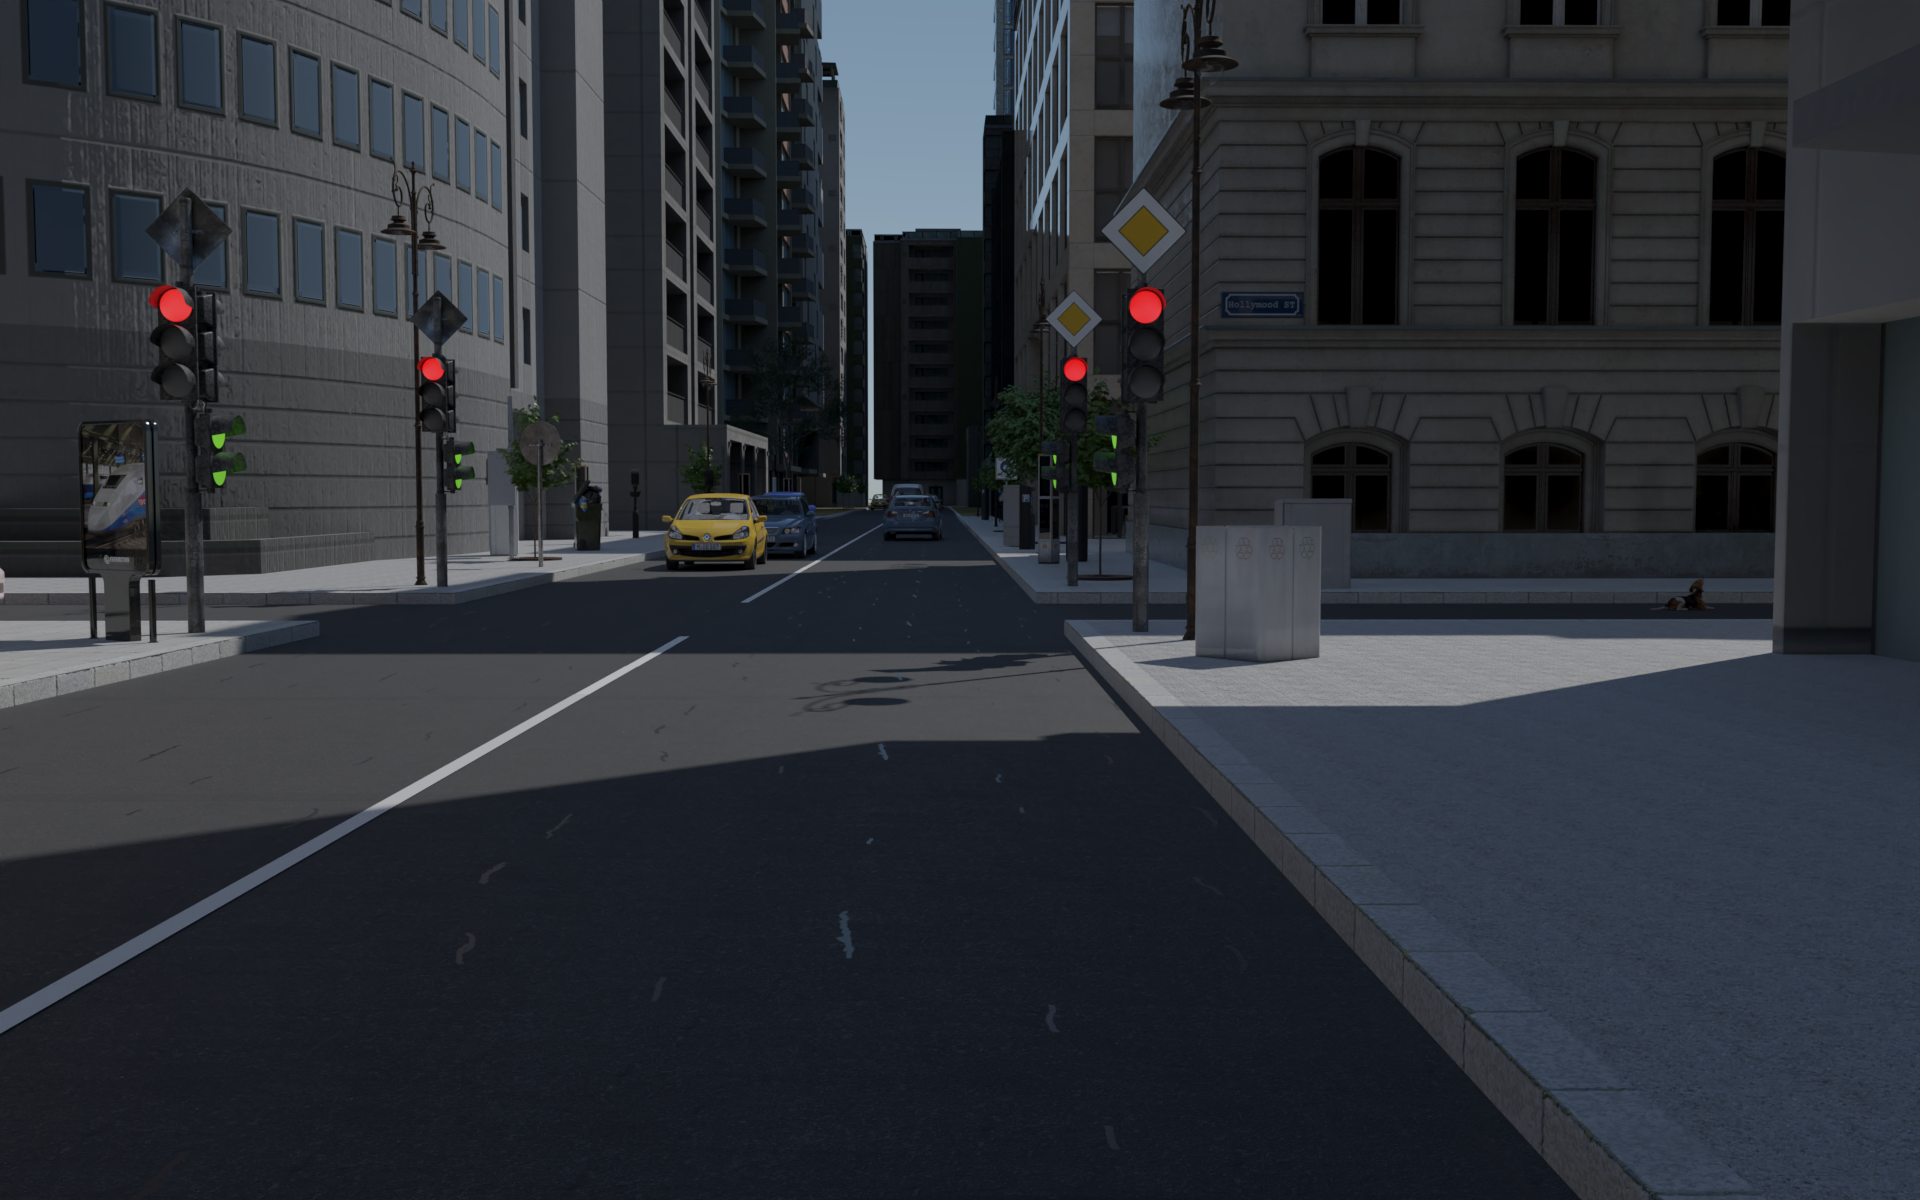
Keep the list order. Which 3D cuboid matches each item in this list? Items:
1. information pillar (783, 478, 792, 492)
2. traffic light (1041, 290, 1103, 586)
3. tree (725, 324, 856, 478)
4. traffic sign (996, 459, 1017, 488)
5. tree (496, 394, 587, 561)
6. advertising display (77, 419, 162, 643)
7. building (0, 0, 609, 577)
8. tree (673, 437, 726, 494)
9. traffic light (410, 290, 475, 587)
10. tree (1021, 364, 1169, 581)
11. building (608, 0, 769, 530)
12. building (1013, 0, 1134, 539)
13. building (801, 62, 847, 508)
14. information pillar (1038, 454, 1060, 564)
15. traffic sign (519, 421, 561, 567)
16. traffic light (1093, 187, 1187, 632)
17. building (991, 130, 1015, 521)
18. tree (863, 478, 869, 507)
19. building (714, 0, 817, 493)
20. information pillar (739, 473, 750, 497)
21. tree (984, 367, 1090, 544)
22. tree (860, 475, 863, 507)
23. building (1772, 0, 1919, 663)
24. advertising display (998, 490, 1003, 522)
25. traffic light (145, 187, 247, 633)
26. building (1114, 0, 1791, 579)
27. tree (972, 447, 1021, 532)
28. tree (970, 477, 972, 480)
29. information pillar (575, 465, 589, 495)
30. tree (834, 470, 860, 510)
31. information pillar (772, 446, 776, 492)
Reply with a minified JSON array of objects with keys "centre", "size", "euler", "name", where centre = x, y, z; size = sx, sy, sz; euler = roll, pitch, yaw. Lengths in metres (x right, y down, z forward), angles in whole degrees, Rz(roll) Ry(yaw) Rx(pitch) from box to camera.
[{"centre":[-8.022,-4.666,80.785],"size":[0.304,2.012,0.304],"euler":[2,4,25],"name":"information pillar"},{"centre":[1.552,-2.147,24.027],"size":[0.839,4.253,0.868],"euler":[0,4,-1],"name":"traffic light"},{"centre":[-9.169,-9.773,94.198],"size":[8.767,10.594,7.601],"euler":[2,4,32],"name":"tree"},{"centre":[1.319,-2.880,49.218],"size":[0.606,2.300,0.079],"euler":[0,4,2],"name":"traffic sign"},{"centre":[-8.222,-2.372,33.386],"size":[1.663,3.219,1.824],"euler":[0,3,0],"name":"tree"},{"centre":[-7.328,-0.605,15.113],"size":[0.974,1.923,0.123],"euler":[2,4,31],"name":"advertising display"},{"centre":[-20.984,-30.264,36.817],"size":[21.231,58.520,28.212],"euler":[0,4,-1],"name":"building"},{"centre":[-8.651,-3.916,58.625],"size":[1.663,3.219,1.824],"euler":[0,3,0],"name":"tree"},{"centre":[-7.158,-2.139,23.889],"size":[0.839,4.253,0.868],"euler":[0,4,-1],"name":"traffic light"},{"centre":[2.060,-1.928,26.126],"size":[1.663,3.219,1.824],"euler":[0,3,0],"name":"tree"},{"centre":[-18.535,-38.582,69.068],"size":[20.563,71.187,20.611],"euler":[0,4,-1],"name":"building"},{"centre":[12.436,-15.975,65.714],"size":[19.350,26.468,34.151],"euler":[0,4,-1],"name":"building"},{"centre":[-18.089,-29.553,166.781],"size":[14.086,41.232,14.154],"euler":[0,4,-1],"name":"building"},{"centre":[1.634,-1.670,31.789],"size":[0.304,2.012,0.304],"euler":[2,4,35],"name":"information pillar"},{"centre":[-7.373,-1.852,30.393],"size":[0.768,2.556,0.104],"euler":[1,4,8],"name":"traffic sign"},{"centre":[1.664,-1.659,16.043],"size":[0.839,4.253,0.868],"euler":[0,4,-1],"name":"traffic light"},{"centre":[8.034,-15.964,90.694],"size":[12.332,23.373,15.834],"euler":[0,4,-1],"name":"building"},{"centre":[-9.844,-10.972,173.992],"size":[1.663,3.219,1.824],"euler":[0,3,0],"name":"tree"},{"centre":[-21.022,-28.035,112.998],"size":[22.147,44.769,28.867],"euler":[0,4,-1],"name":"building"},{"centre":[-7.686,-3.501,61.741],"size":[0.304,2.012,0.304],"euler":[-2,4,-32],"name":"information pillar"},{"centre":[2.237,-3.751,45.038],"size":[4.285,4.588,4.351],"euler":[0,3,0],"name":"tree"},{"centre":[-9.933,-9.923,156.836],"size":[1.663,3.219,1.824],"euler":[0,3,0],"name":"tree"},{"centre":[17.821,-25.144,0.350],"size":[28.713,52.752,27.495],"euler":[0,4,-1],"name":"building"},{"centre":[2.112,-4.501,78.802],"size":[0.123,1.923,0.974],"euler":[-3,5,-44],"name":"advertising display"},{"centre":[-7.046,-1.650,15.905],"size":[0.839,4.253,0.868],"euler":[0,4,-1],"name":"traffic light"},{"centre":[20.676,-12.953,30.868],"size":[34.723,24.649,14.460],"euler":[0,4,-1],"name":"building"},{"centre":[1.656,-3.915,58.619],"size":[1.663,3.219,1.824],"euler":[0,3,0],"name":"tree"},{"centre":[1.360,-6.859,106.754],"size":[1.663,3.219,1.824],"euler":[0,3,0],"name":"tree"},{"centre":[-9.651,-2.431,44.247],"size":[0.304,2.012,0.304],"euler":[0,4,1],"name":"information pillar"},{"centre":[-9.514,-8.886,139.890],"size":[1.663,3.219,1.824],"euler":[0,3,0],"name":"tree"},{"centre":[-9.075,-5.706,84.643],"size":[0.183,3.616,0.504],"euler":[-1,4,-18],"name":"information pillar"}]
